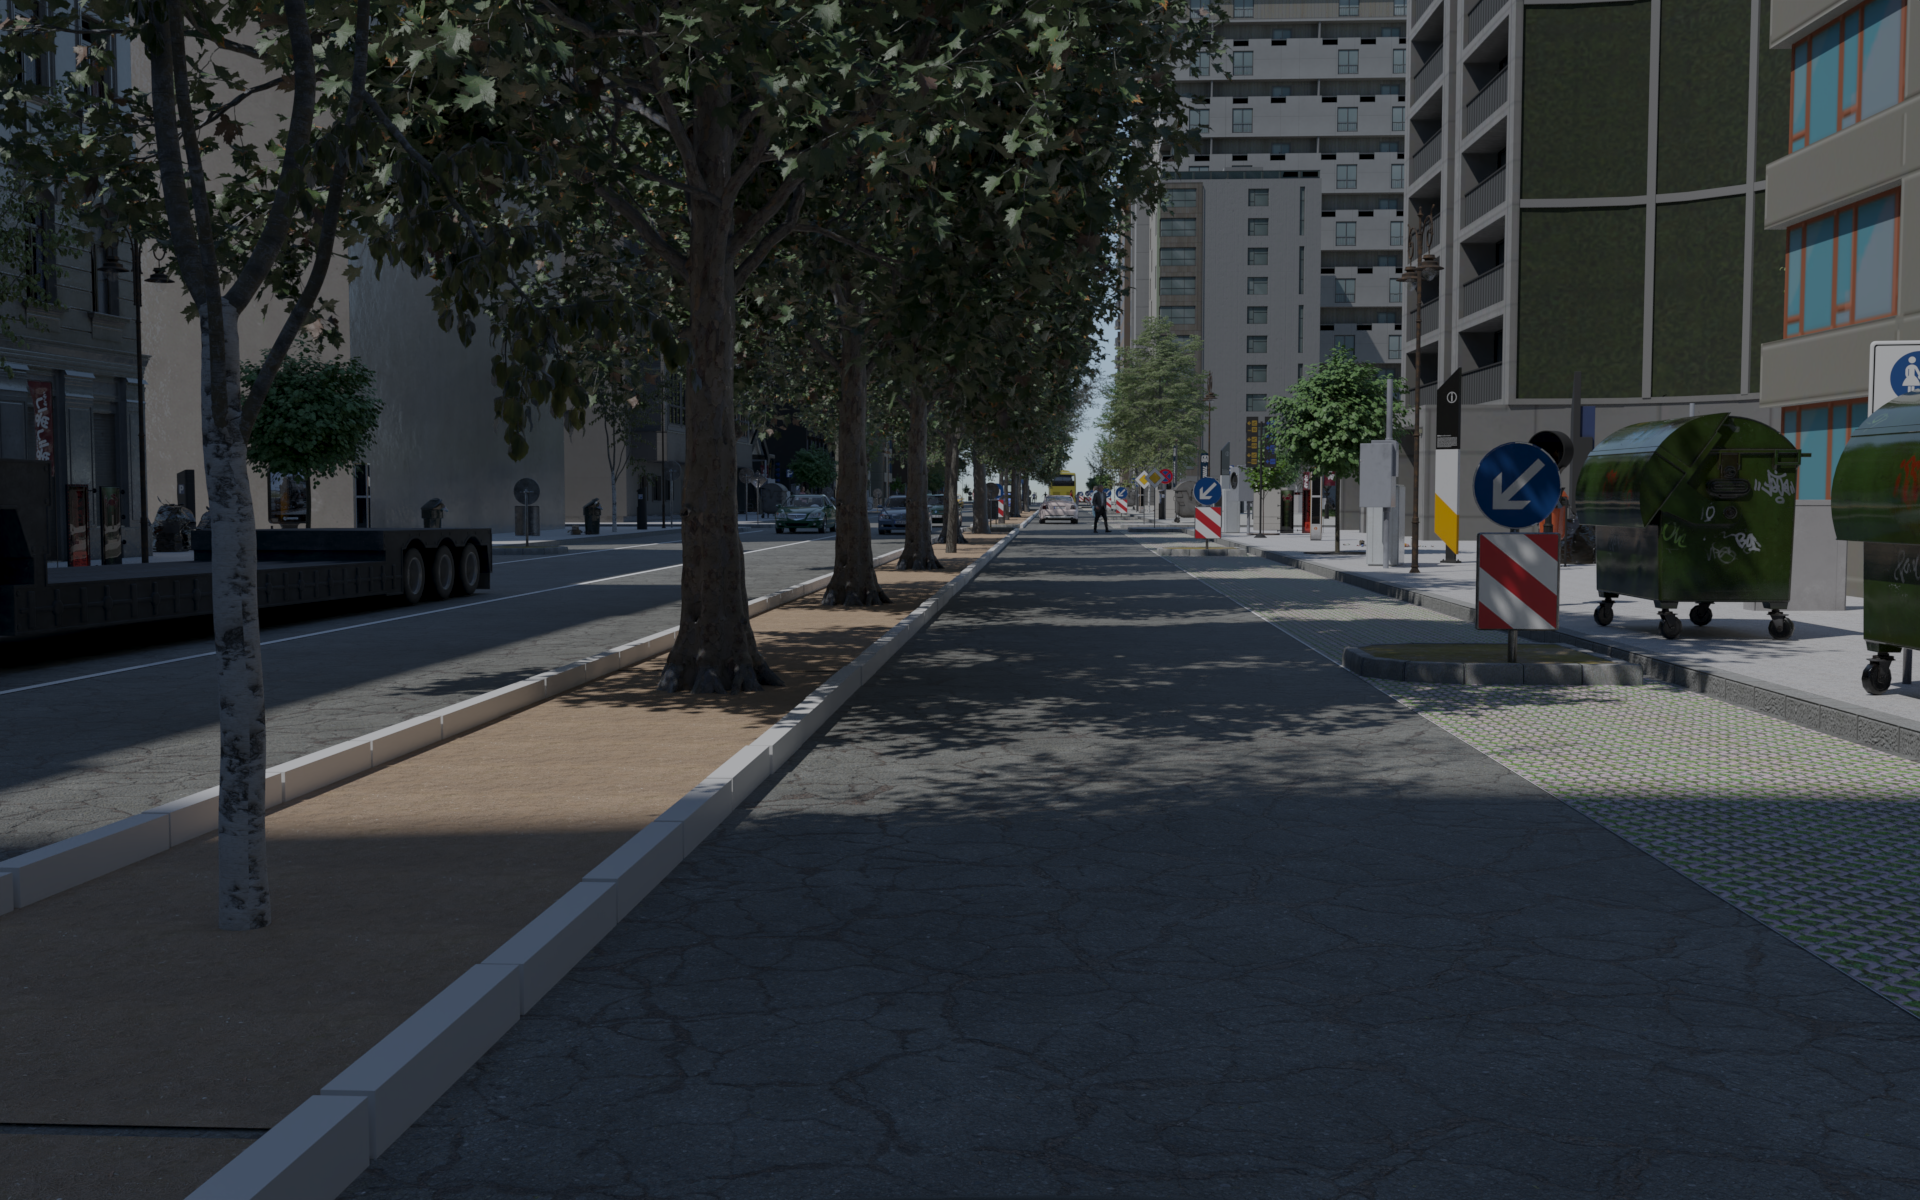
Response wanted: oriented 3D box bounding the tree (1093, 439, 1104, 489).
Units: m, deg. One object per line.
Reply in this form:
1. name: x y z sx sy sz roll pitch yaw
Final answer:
1. tree: 14.796 -12.039 147.199 4.737 8.622 4.395 0 3 0

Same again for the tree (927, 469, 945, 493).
1. tree: -3.510 -14.010 212.775 4.285 4.588 4.351 0 3 0

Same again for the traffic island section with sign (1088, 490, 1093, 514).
1. traffic island section with sign: 10.269 -6.966 122.522 1.989 1.847 2.006 0 4 3

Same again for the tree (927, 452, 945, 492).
1. tree: -3.805 -15.045 196.344 4.737 8.622 4.395 0 3 0

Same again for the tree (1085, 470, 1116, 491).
1. tree: 20.885 -17.061 262.656 4.285 4.588 4.351 0 3 0

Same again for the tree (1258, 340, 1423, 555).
1. tree: 8.196 -3.264 37.078 4.285 4.588 4.351 0 3 0

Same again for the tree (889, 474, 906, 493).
1. tree: -5.812 -10.334 163.564 1.663 3.219 1.824 0 3 0

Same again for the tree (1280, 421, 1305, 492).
1. tree: 28.439 -11.902 144.958 4.360 8.622 3.978 0 3 0

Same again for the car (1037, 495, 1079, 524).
1. car: 4.792 -4.411 84.487 2.083 1.381 4.827 0 4 2

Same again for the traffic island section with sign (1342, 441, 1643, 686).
1. traffic island section with sign: 4.147 -0.321 13.875 1.989 1.847 2.006 0 4 3

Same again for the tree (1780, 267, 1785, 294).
1. tree: 17.716 -4.992 31.981 4.737 8.622 4.395 0 3 0

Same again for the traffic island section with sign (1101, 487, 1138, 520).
1. traffic island section with sign: 8.692 -5.261 94.640 1.989 1.847 2.006 0 4 3

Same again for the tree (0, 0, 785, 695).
1. tree: -1.820 -5.678 12.304 9.611 12.733 9.660 0 3 0

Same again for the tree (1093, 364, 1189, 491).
1. tree: 14.146 -12.883 136.388 9.928 11.665 9.643 0 3 0

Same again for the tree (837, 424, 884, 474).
1. tree: -7.729 -11.144 132.568 4.737 8.622 4.395 0 3 0

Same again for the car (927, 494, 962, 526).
1. car: -0.875 -4.056 76.097 2.009 1.686 4.222 0 4 5

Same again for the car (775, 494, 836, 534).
1. car: -5.684 -3.218 64.404 2.131 1.459 4.920 0 4 4

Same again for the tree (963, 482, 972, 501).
1. tree: 1.067 -17.758 284.946 1.663 3.219 1.824 0 3 0

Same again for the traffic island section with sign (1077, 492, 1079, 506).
1. traffic island section with sign: 14.646 -11.719 200.238 1.989 1.847 2.006 0 4 3

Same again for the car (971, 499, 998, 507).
1. car: 1.906 -7.444 131.498 2.009 1.686 4.222 0 4 4

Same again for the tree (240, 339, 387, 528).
1. tree: -13.251 -3.134 34.947 4.285 4.588 4.351 0 3 0

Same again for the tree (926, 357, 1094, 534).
1. tree: 0.766 -9.327 61.601 9.857 13.997 8.962 0 3 0

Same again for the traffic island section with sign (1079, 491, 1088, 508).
1. traffic island section with sign: 13.138 -10.070 173.279 1.989 1.847 2.006 0 4 3

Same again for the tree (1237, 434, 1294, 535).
1. tree: 9.490 -3.633 54.006 1.663 3.219 1.824 0 3 0

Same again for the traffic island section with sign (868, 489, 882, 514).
1. traffic island section with sign: -5.886 -7.064 124.124 1.989 1.847 2.006 0 4 3

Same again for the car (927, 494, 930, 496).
1. car: -3.367 -9.600 165.748 1.959 1.807 4.718 0 4 4

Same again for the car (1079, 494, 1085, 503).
1. car: 19.052 -16.164 274.503 2.015 1.641 3.980 0 4 2

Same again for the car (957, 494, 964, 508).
1. car: -0.530 -9.857 171.393 2.015 1.641 3.980 0 4 3

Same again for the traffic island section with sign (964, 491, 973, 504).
1. traffic island section with sign: 1.555 -15.124 255.903 1.989 1.847 2.006 0 4 3

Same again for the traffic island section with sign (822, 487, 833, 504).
1. traffic island section with sign: -7.421 -5.402 96.944 1.989 1.847 2.006 0 4 3

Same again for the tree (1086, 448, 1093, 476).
1. tree: 14.589 -12.735 158.575 4.737 8.622 4.395 0 3 0

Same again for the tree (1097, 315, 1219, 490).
1. tree: 12.666 -11.771 110.575 7.486 12.596 7.792 0 3 0

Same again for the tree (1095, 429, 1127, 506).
1. tree: 16.134 -14.086 180.665 4.360 8.622 3.978 0 3 0

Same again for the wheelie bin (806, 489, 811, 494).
1. wheelie bin: -9.105 -5.750 101.927 0.693 1.594 0.980 1 4 19

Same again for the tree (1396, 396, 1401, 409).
1. tree: 32.282 -10.764 126.347 4.360 8.622 3.978 0 3 0

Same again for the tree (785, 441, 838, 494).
1. tree: -9.134 -7.580 107.654 4.285 4.588 4.351 0 3 0

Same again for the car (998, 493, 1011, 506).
1. car: 4.738 -10.459 180.593 1.945 1.707 3.694 0 4 5

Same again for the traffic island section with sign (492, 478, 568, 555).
1. traffic island section with sign: -10.541 -2.021 41.673 1.989 1.847 2.006 0 4 3

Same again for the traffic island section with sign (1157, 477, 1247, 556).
1. traffic island section with sign: 5.659 -1.967 40.788 1.989 1.847 2.006 0 4 3

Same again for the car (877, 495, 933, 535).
1. car: -1.963 -3.104 62.746 2.014 1.417 4.499 0 4 2

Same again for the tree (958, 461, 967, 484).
1. tree: -0.856 -19.062 262.024 4.737 8.622 4.395 0 3 0

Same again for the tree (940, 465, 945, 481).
1. tree: -2.059 -18.087 246.081 4.360 8.622 3.978 0 3 0

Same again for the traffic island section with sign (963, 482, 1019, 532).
1. traffic island section with sign: 1.138 -3.541 66.026 2.006 1.907 1.989 0 4 3

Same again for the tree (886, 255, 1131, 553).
1. tree: -0.257 -6.382 41.223 8.767 10.594 7.601 0 4 3

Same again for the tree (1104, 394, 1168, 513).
1. tree: 12.803 -10.261 118.133 4.737 8.622 4.395 0 3 0

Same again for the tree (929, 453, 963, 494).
1. tree: -2.406 -18.865 226.575 7.486 12.596 7.792 0 3 0

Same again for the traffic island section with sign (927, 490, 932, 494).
1. traffic island section with sign: -3.116 -10.069 173.262 1.989 1.847 2.006 0 4 3

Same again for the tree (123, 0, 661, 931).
1. tree: -2.360 -3.205 5.222 4.360 8.622 3.978 0 3 0

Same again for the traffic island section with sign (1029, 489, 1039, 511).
1. traffic island section with sign: 5.790 -8.581 148.441 2.006 1.907 1.989 0 4 3

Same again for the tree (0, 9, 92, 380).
1. tree: -13.996 -4.453 23.165 4.737 8.622 4.395 0 3 0
